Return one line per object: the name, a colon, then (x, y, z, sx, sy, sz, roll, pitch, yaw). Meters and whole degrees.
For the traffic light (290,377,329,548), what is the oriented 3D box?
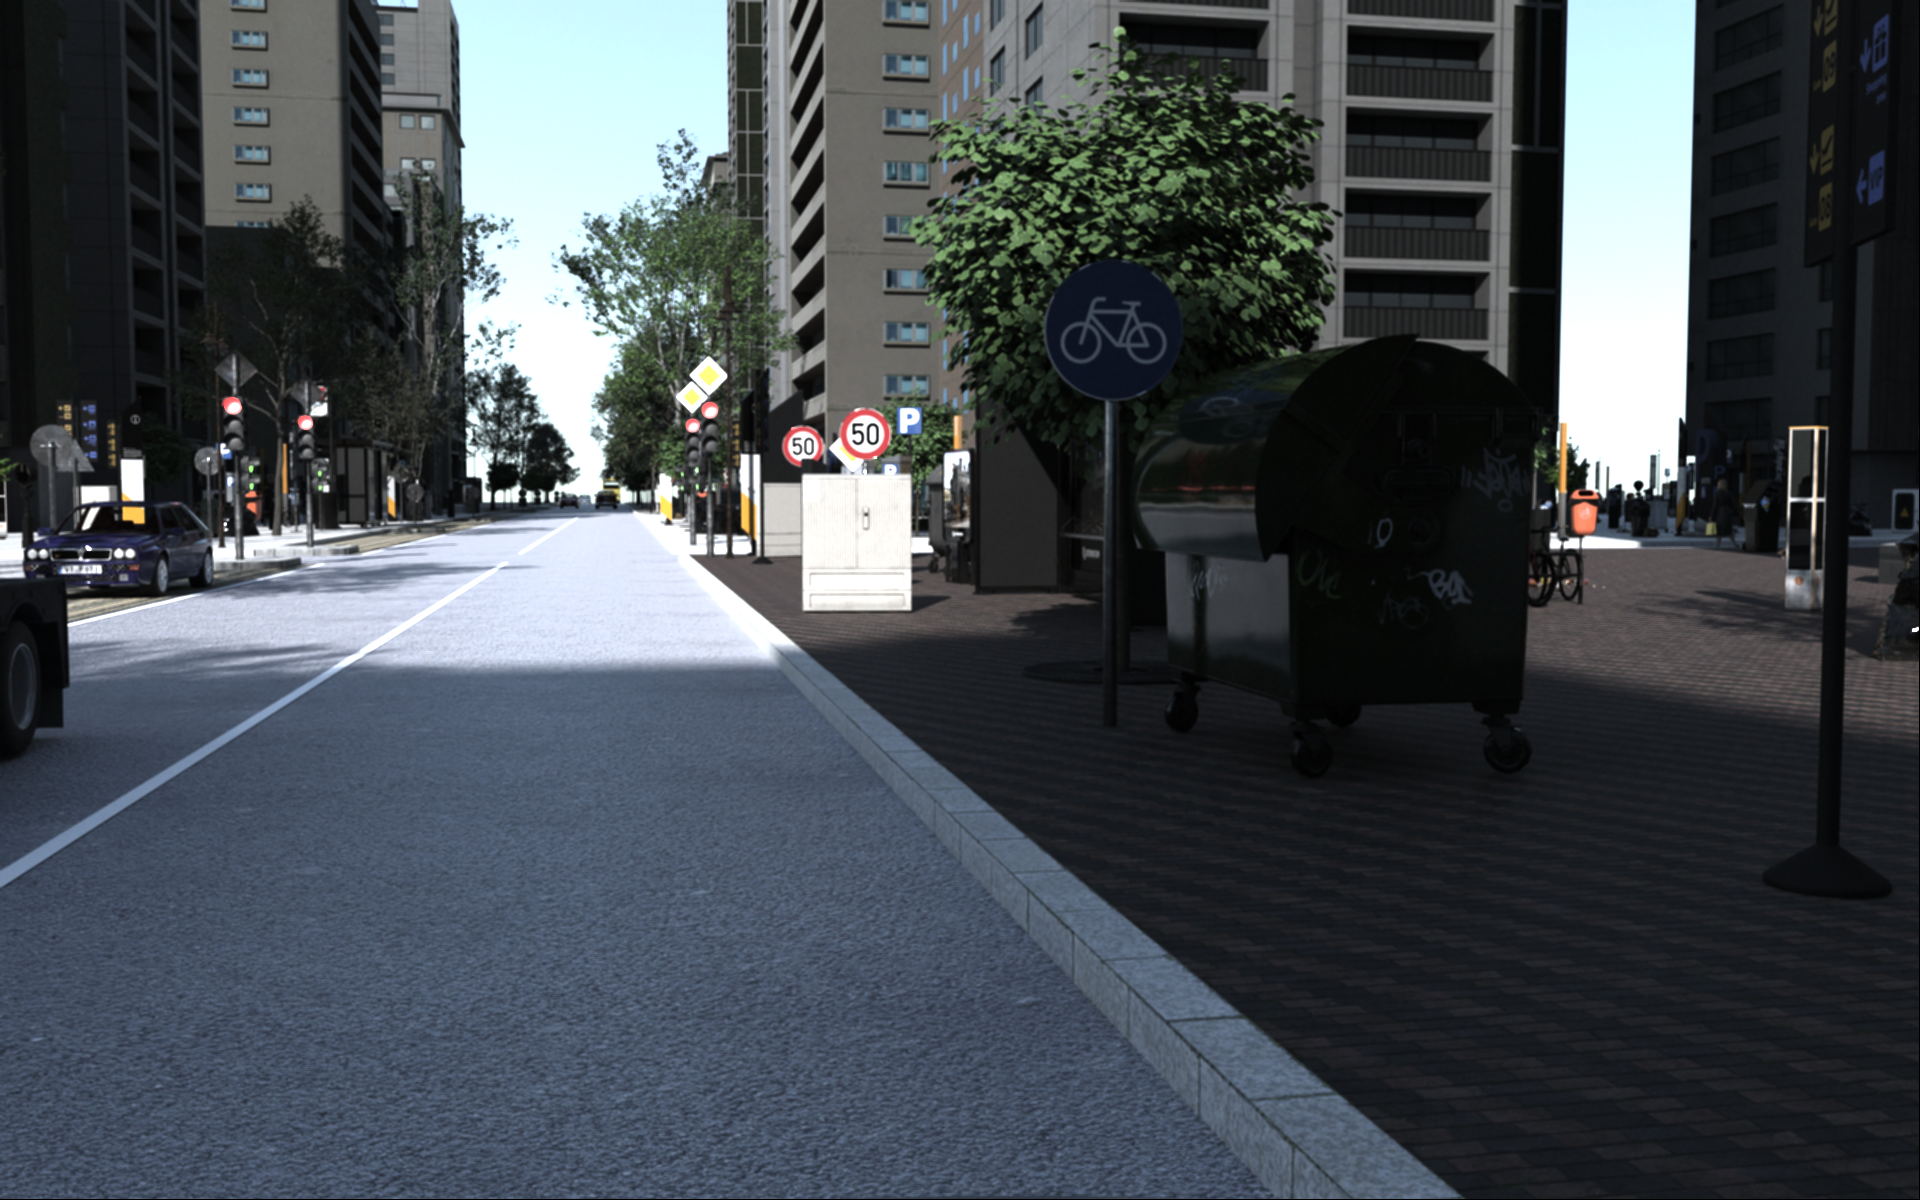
traffic light: (-15.584, -3.215, 41.485, 0.839, 4.253, 0.868, -1, 4, -11)

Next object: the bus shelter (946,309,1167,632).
bus shelter: (1.269, -1.705, 19.155, 1.731, 3.624, 6.357, -1, 4, -11)

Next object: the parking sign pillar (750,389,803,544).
parking sign pillar: (-4.678, -3.419, 44.377, 1.447, 3.967, 1.447, -2, 4, -34)

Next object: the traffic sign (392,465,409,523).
traffic sign: (-24.887, -4.710, 77.119, 0.768, 2.556, 0.104, 0, 4, -2)

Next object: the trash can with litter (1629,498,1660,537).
trash can with litter: (20.482, -2.465, 51.692, 0.624, 1.170, 1.055, -1, 4, -16)

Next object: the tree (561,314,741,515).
tree: (-18.336, -11.666, 107.750, 9.611, 12.733, 9.660, 0, 3, 0)

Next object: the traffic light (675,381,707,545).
traffic light: (-6.699, -3.324, 43.263, 0.839, 4.253, 0.868, -1, 4, -11)

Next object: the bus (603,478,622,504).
bus: (-52.019, -16.347, 258.815, 2.896, 3.916, 12.252, -1, 4, -11)

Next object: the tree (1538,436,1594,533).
tree: (20.098, -3.822, 57.097, 1.663, 3.219, 1.824, 0, 3, 0)

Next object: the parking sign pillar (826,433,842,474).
parking sign pillar: (-5.479, -5.339, 75.770, 1.447, 3.967, 1.447, -1, 4, -16)

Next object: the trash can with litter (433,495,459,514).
trash can with litter: (-33.335, -6.115, 111.038, 2.233, 1.210, 1.678, -1, 4, -14)

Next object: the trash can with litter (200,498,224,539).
trash can with litter: (-21.755, -2.380, 50.299, 0.624, 1.170, 1.055, -1, 4, -18)

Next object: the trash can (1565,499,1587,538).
trash can: (18.135, -2.403, 50.944, 0.748, 1.137, 0.748, 0, 3, 0)

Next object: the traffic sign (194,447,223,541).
traffic sign: (-20.242, -2.849, 46.682, 0.768, 2.556, 0.104, 0, 4, -3)

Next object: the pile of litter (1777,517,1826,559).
pile of litter: (16.940, -1.267, 34.678, 1.719, 0.858, 1.176, -2, 4, -35)

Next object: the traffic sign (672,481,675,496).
traffic sign: (-19.267, -7.079, 115.842, 0.768, 2.556, 0.104, -1, 4, -11)

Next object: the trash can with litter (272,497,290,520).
trash can with litter: (-36.302, -4.934, 92.066, 0.624, 1.170, 1.055, 0, 4, 2)

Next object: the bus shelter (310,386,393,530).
bus shelter: (-23.568, -5.455, 66.825, 2.179, 5.291, 8.768, -1, 4, -11)

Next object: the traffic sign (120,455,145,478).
traffic sign: (-21.539, -2.630, 45.128, 0.606, 2.300, 0.079, -1, 4, -11)

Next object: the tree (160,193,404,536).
tree: (-20.746, -7.265, 53.193, 7.601, 10.594, 8.767, -1, 4, -22)

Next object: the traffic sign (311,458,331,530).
traffic sign: (-22.541, -3.724, 60.989, 0.768, 2.556, 0.104, 0, 4, -2)

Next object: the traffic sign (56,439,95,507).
traffic sign: (-20.816, -2.493, 40.768, 0.884, 2.594, 0.081, 0, 4, -2)

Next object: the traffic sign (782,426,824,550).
traffic sign: (-2.930, -1.975, 32.395, 0.768, 2.556, 0.104, 0, 4, -6)

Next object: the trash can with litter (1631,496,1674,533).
trash can with litter: (22.800, -2.845, 57.577, 2.233, 1.210, 1.678, 1, 4, 18)

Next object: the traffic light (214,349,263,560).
traffic light: (-14.025, -2.736, 33.653, 0.839, 4.253, 0.868, -1, 4, -11)

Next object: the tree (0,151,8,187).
tree: (-13.419, -5.040, 16.820, 7.601, 10.594, 8.767, -3, 5, -43)

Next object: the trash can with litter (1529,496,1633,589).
trash can with litter: (8.414, -0.825, 24.539, 1.678, 1.210, 2.233, 2, 4, 30)

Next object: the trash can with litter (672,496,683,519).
trash can with litter: (-14.653, -4.785, 89.622, 0.624, 1.170, 1.055, -3, 5, -39)

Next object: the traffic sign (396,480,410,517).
traffic sign: (-28.230, -5.355, 87.556, 0.884, 2.594, 0.081, -1, 4, -9)

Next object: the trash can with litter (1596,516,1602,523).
trash can with litter: (28.037, -4.027, 77.234, 1.055, 1.170, 0.624, -1, 4, -12)

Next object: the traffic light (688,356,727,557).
traffic light: (-5.141, -2.845, 35.431, 0.839, 4.253, 0.868, -1, 4, -11)

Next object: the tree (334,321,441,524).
tree: (-24.380, -7.520, 73.315, 4.360, 8.622, 3.978, 0, 3, 0)

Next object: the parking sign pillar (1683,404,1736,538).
parking sign pillar: (22.316, -3.854, 51.483, 1.447, 3.967, 1.447, 0, 4, 2)

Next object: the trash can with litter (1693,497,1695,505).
trash can with litter: (42.447, -5.415, 99.929, 0.624, 1.170, 1.055, 0, 4, 7)

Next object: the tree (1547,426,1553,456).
tree: (16.603, -4.286, 53.787, 4.285, 4.588, 4.351, 0, 3, 0)

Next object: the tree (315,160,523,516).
tree: (-31.731, -15.001, 101.157, 12.611, 20.169, 13.585, 0, 3, 0)

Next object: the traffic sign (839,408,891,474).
traffic sign: (-1.405, -1.571, 25.786, 0.768, 2.556, 0.104, 0, 4, -3)

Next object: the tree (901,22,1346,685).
tree: (1.203, -1.748, 12.290, 4.285, 4.588, 4.351, 0, 3, 0)

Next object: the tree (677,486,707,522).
tree: (-12.476, -5.242, 80.311, 1.663, 3.219, 1.824, 0, 3, 0)

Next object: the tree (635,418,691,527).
tree: (-10.239, -5.128, 67.564, 4.285, 4.588, 4.351, 0, 3, 0)

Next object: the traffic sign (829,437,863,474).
traffic sign: (-1.791, -1.693, 28.866, 0.795, 2.450, 0.064, -1, 4, -11)

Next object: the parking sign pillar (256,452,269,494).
parking sign pillar: (-42.650, -7.175, 105.789, 1.447, 3.967, 1.447, 0, 4, 6)

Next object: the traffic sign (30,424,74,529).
traffic sign: (-16.622, -1.933, 31.710, 0.768, 2.556, 0.104, 0, 4, -4)

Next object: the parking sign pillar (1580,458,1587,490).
parking sign pillar: (45.831, -8.539, 128.083, 1.447, 3.967, 1.447, 3, 5, 45)

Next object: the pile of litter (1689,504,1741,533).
pile of litter: (25.138, -2.650, 57.288, 1.176, 0.858, 1.719, -1, 4, -19)

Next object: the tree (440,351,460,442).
tree: (-26.013, -8.101, 82.821, 4.360, 8.622, 3.978, 0, 3, 0)

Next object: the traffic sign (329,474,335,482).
traffic sign: (-27.103, -4.536, 74.162, 0.884, 2.594, 0.081, -1, 4, -11)

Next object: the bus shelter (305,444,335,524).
bus shelter: (-28.246, -5.332, 78.469, 1.731, 3.624, 6.357, -1, 4, -11)

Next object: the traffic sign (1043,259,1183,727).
traffic sign: (0.831, -0.575, 9.510, 0.768, 2.556, 0.104, 0, 4, -5)
